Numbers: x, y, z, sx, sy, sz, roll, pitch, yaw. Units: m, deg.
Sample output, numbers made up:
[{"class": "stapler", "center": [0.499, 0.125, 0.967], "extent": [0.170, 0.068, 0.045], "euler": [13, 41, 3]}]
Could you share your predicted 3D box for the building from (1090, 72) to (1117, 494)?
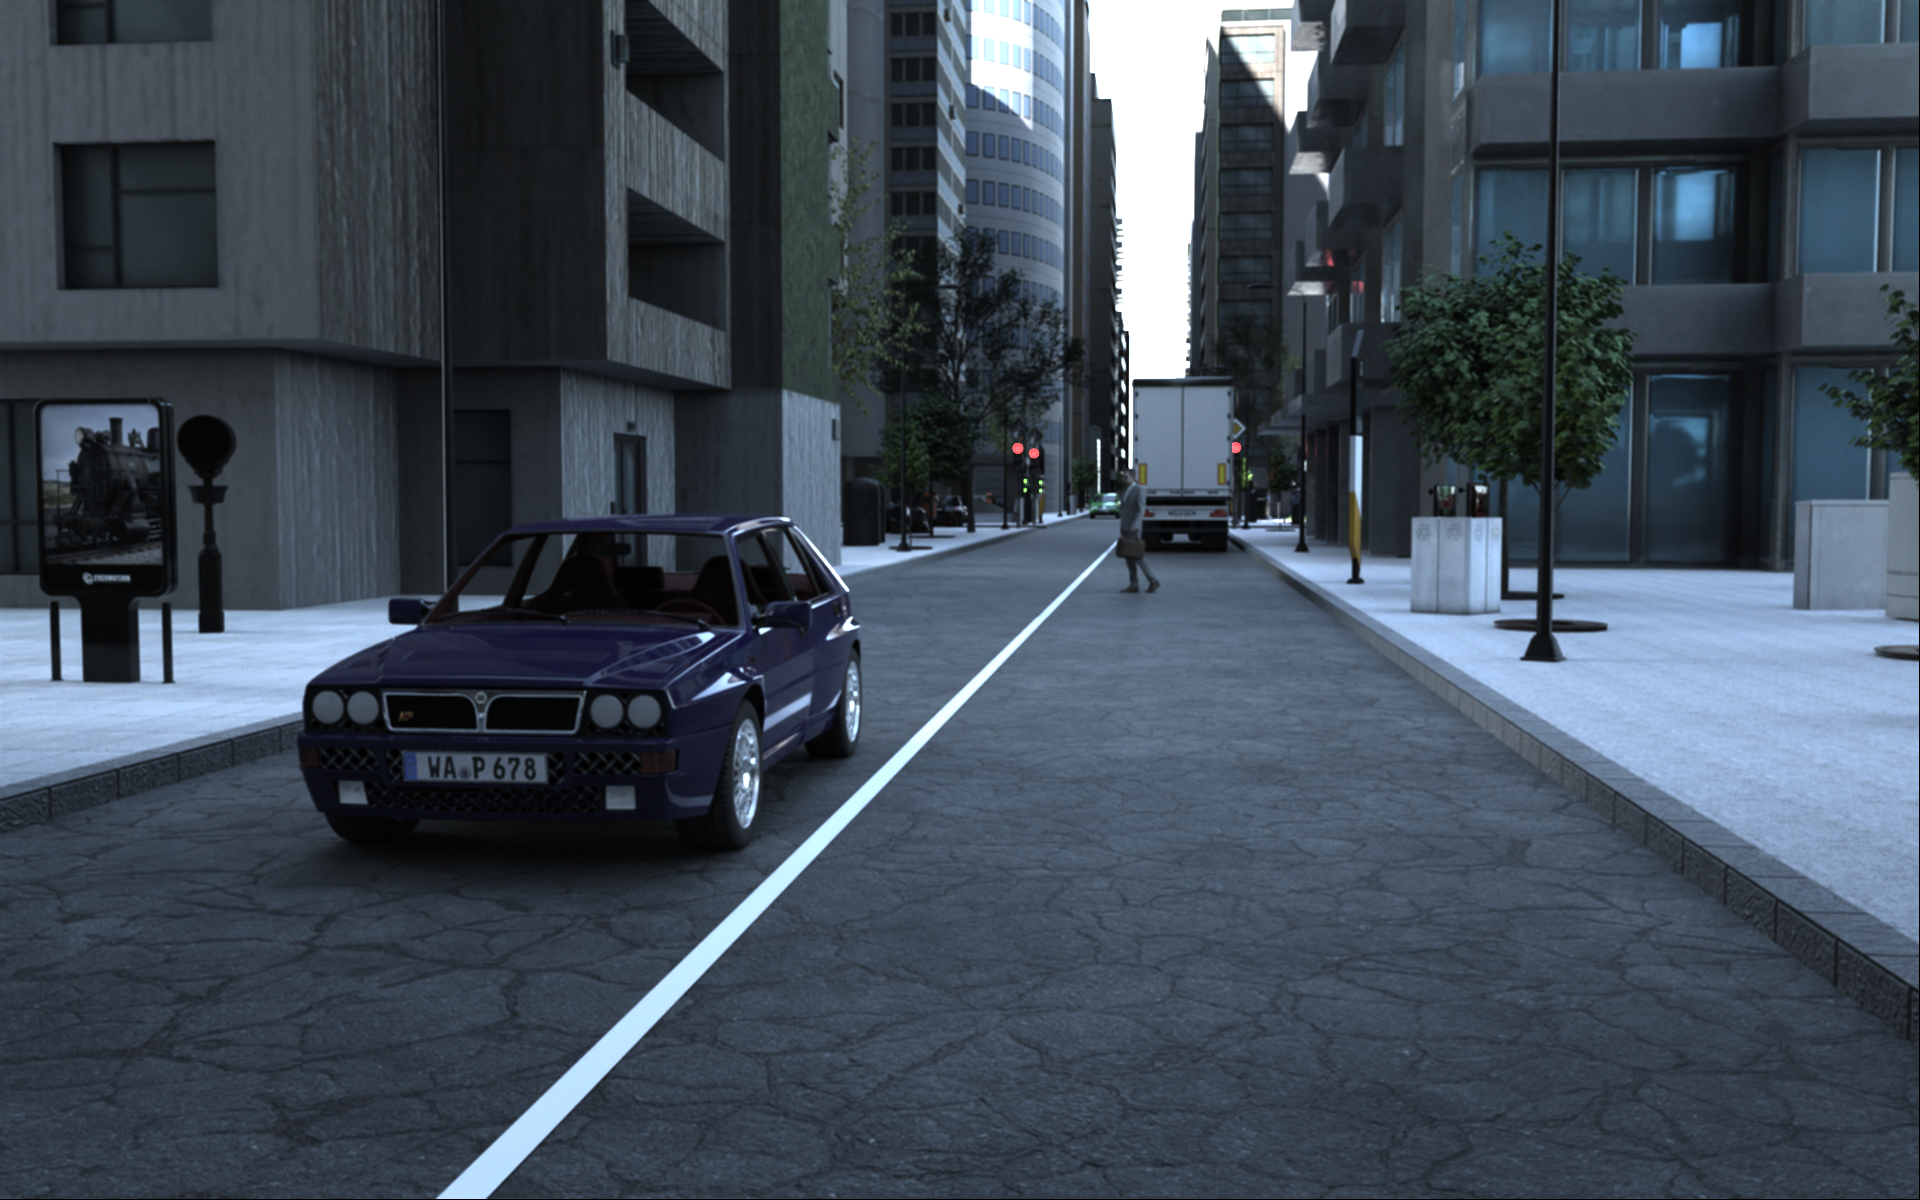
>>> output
[{"class": "building", "center": [7.463, -35.510, 204.283], "extent": [21.300, 48.544, 21.600], "euler": [0, 4, 7]}]

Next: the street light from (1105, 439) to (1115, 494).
[{"class": "street light", "center": [12.347, -10.765, 148.551], "extent": [1.470, 5.913, 1.316], "euler": [0, 4, 7]}]

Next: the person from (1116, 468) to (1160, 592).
[{"class": "person", "center": [2.504, -1.015, 25.223], "extent": [0.853, 1.813, 0.709], "euler": [-2, 4, -32]}]

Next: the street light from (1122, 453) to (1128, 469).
[{"class": "street light", "center": [18.115, -13.773, 197.735], "extent": [1.470, 5.913, 1.316], "euler": [0, 4, 7]}]

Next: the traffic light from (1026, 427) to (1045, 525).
[{"class": "traffic light", "center": [3.145, -5.121, 72.656], "extent": [0.839, 4.253, 0.868], "euler": [0, 4, 7]}]

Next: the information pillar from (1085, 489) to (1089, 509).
[{"class": "information pillar", "center": [10.841, -8.755, 147.636], "extent": [0.304, 2.012, 0.304], "euler": [0, 4, -4]}]

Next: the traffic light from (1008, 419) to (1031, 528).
[{"class": "traffic light", "center": [2.205, -4.636, 64.727], "extent": [0.839, 4.253, 0.868], "euler": [0, 4, 7]}]

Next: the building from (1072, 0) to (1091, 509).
[{"class": "building", "center": [4.475, -30.916, 155.584], "extent": [14.600, 45.320, 14.200], "euler": [0, 4, 7]}]

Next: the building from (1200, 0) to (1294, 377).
[{"class": "building", "center": [32.877, -32.646, 157.460], "extent": [21.300, 48.544, 21.600], "euler": [0, 4, 7]}]

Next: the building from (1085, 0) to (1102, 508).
[{"class": "building", "center": [3.656, -52.873, 177.139], "extent": [22.319, 86.520, 31.000], "euler": [0, 4, 7]}]

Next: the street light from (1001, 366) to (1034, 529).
[{"class": "street light", "center": [2.191, -5.533, 63.002], "extent": [1.470, 5.913, 1.316], "euler": [0, 4, 7]}]

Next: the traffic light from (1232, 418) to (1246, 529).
[{"class": "traffic light", "center": [10.113, -4.580, 63.808], "extent": [0.839, 4.253, 0.868], "euler": [0, 4, 7]}]

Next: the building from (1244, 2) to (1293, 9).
[{"class": "building", "center": [33.600, -26.936, 132.290], "extent": [32.217, 40.220, 23.993], "euler": [0, 4, 7]}]

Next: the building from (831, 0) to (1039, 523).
[{"class": "building", "center": [-12.613, -24.055, 85.175], "extent": [32.217, 40.220, 23.993], "euler": [0, 4, 7]}]

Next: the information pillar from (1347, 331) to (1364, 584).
[{"class": "information pillar", "center": [5.656, -2.041, 24.727], "extent": [0.183, 3.616, 0.504], "euler": [2, 4, 24]}]

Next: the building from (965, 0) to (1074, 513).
[{"class": "building", "center": [-3.289, -35.448, 121.577], "extent": [21.231, 58.520, 28.212], "euler": [0, 4, 7]}]

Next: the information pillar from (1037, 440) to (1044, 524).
[{"class": "information pillar", "center": [3.544, -5.140, 75.387], "extent": [0.183, 3.616, 0.504], "euler": [-1, 4, -17]}]

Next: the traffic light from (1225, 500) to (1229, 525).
[{"class": "traffic light", "center": [11.053, -5.065, 71.738], "extent": [0.839, 4.253, 0.868], "euler": [0, 4, 7]}]

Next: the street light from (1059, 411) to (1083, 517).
[{"class": "street light", "center": [6.160, -7.613, 97.018], "extent": [1.470, 5.913, 1.316], "euler": [0, 4, 7]}]

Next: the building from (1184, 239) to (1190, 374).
[{"class": "building", "center": [48.506, -38.764, 288.409], "extent": [22.147, 44.769, 28.867], "euler": [0, 4, 7]}]

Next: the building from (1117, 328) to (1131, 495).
[{"class": "building", "center": [21.705, -31.957, 294.198], "extent": [14.160, 30.474, 14.107], "euler": [0, 4, 7]}]

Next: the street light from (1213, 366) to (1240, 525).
[{"class": "street light", "center": [9.895, -5.534, 63.021], "extent": [1.470, 5.913, 1.316], "euler": [0, 4, 7]}]

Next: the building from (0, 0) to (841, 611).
[{"class": "building", "center": [-9.930, -15.457, 24.418], "extent": [14.160, 30.474, 14.107], "euler": [0, 4, 7]}]

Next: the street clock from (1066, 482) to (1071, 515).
[{"class": "street clock", "center": [6.559, -6.132, 104.833], "extent": [0.358, 2.002, 0.471], "euler": [0, 4, 6]}]

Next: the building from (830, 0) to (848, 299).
[{"class": "building", "center": [-18.659, -28.335, 52.522], "extent": [27.495, 52.752, 28.713], "euler": [0, 4, 7]}]

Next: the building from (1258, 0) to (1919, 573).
[{"class": "building", "center": [19.619, -25.724, 40.195], "extent": [23.786, 49.044, 30.456], "euler": [0, 4, 7]}]

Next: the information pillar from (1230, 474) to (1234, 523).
[{"class": "information pillar", "center": [12.015, -5.181, 76.067], "extent": [0.183, 3.616, 0.504], "euler": [-1, 4, -15]}]

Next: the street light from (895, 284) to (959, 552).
[{"class": "street light", "center": [-0.718, -4.030, 38.437], "extent": [1.470, 5.913, 1.316], "euler": [0, 4, 7]}]

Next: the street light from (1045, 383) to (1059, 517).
[{"class": "street light", "center": [3.261, -6.116, 72.533], "extent": [1.470, 5.913, 1.316], "euler": [0, 4, 7]}]

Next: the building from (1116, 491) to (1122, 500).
[{"class": "building", "center": [6.711, -33.827, 244.951], "extent": [32.217, 40.220, 23.993], "euler": [0, 4, 7]}]

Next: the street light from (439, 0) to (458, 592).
[{"class": "street light", "center": [-3.711, -2.551, 14.253], "extent": [1.470, 5.913, 1.316], "euler": [0, 4, 7]}]

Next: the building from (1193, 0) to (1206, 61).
[{"class": "building", "center": [34.967, -39.145, 182.023], "extent": [21.231, 58.520, 28.212], "euler": [0, 4, 7]}]

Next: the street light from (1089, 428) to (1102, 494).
[{"class": "street light", "center": [9.101, -9.141, 121.999], "extent": [1.470, 5.913, 1.316], "euler": [0, 4, 7]}]

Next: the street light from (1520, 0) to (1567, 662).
[{"class": "street light", "center": [3.976, -2.492, 13.285], "extent": [1.470, 5.913, 1.316], "euler": [0, 4, 7]}]

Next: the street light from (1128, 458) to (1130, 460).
[{"class": "street light", "center": [21.969, -15.819, 231.180], "extent": [1.470, 5.913, 1.316], "euler": [0, 4, 7]}]

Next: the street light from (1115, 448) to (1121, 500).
[{"class": "street light", "center": [15.151, -12.261, 173.008], "extent": [1.470, 5.913, 1.316], "euler": [0, 4, 7]}]

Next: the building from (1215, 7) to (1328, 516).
[{"class": "building", "center": [22.790, -20.488, 106.676], "extent": [14.160, 30.474, 14.107], "euler": [0, 4, 7]}]

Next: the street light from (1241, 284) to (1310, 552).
[{"class": "street light", "center": [7.047, -4.023, 38.309], "extent": [1.470, 5.913, 1.316], "euler": [0, 4, 7]}]

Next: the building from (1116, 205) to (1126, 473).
[{"class": "building", "center": [14.557, -39.878, 271.619], "extent": [23.786, 49.044, 30.456], "euler": [0, 4, 7]}]
